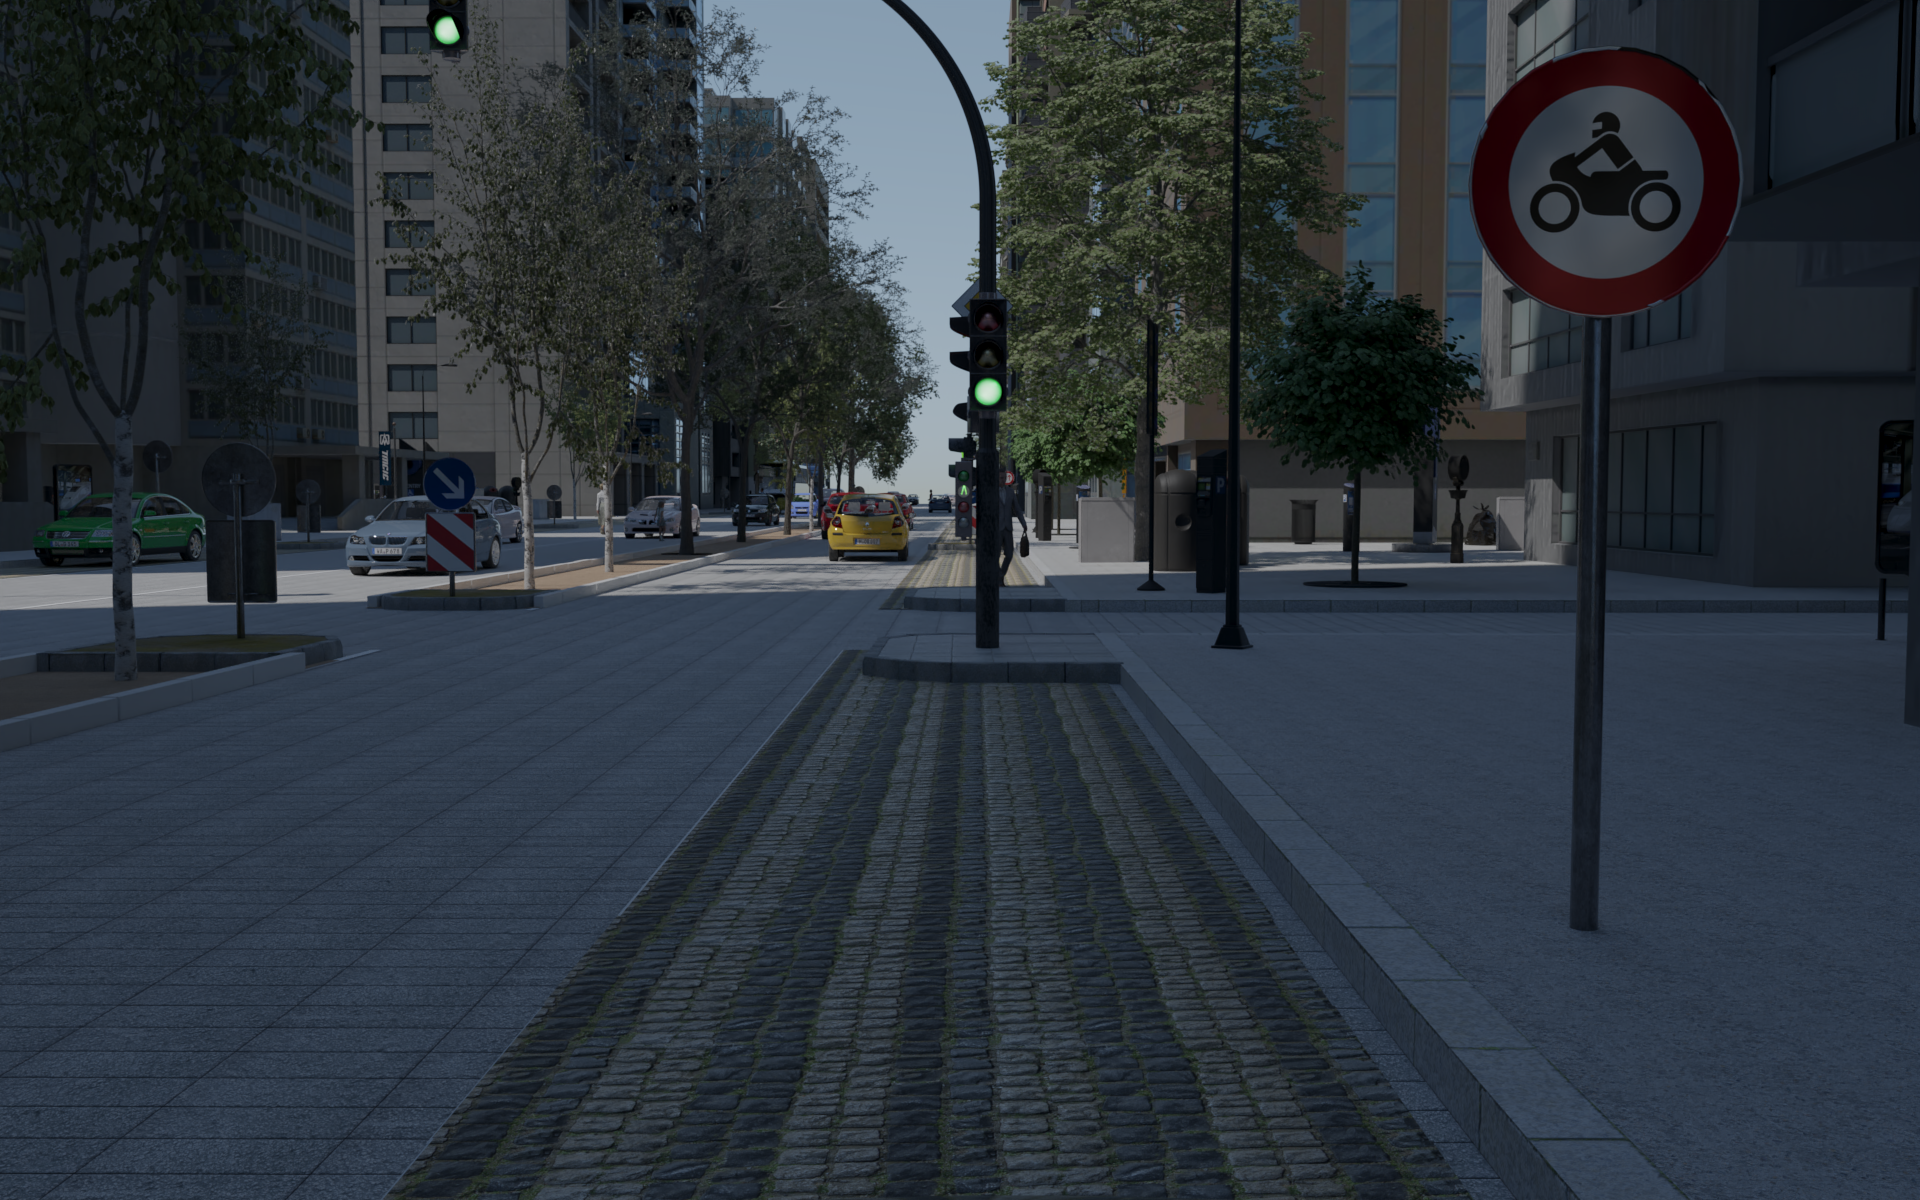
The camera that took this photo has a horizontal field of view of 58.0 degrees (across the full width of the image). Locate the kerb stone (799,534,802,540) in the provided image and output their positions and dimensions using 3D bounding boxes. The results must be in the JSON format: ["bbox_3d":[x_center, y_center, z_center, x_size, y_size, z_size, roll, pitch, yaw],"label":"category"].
[{"bbox_3d":[-5.030,-1.882,53.005,0.120,0.150,1.000,0,4,0],"label":"kerb stone"}]

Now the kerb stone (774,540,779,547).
[{"bbox_3d":[-5.076,-1.508,46.850,0.120,0.150,1.000,0,4,0],"label":"kerb stone"}]

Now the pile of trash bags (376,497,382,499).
[{"bbox_3d":[-28.106,-4.646,85.719,1.912,1.369,3.447,1,4,9],"label":"pile of trash bags"}]

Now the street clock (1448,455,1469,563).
[{"bbox_3d":[9.217,-1.682,32.066,0.358,2.002,0.471,3,4,39],"label":"street clock"}]

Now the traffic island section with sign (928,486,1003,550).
[{"bbox_3d":[0.170,-2.208,44.735,1.989,1.847,2.006,0,4,0],"label":"traffic island section with sign"}]

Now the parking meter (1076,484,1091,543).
[{"bbox_3d":[3.224,-2.254,45.271,0.372,1.533,0.369,0,3,0],"label":"parking meter"}]

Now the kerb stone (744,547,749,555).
[{"bbox_3d":[-5.136,-1.131,40.701,0.120,0.150,1.000,0,4,0],"label":"kerb stone"}]

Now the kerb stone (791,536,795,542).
[{"bbox_3d":[-5.049,-1.756,50.954,0.120,0.150,1.000,0,4,0],"label":"kerb stone"}]

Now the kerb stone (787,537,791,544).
[{"bbox_3d":[-5.054,-1.696,49.930,0.120,0.150,1.000,0,4,0],"label":"kerb stone"}]

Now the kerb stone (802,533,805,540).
[{"bbox_3d":[-5.009,-1.942,54.034,0.120,0.150,1.000,0,4,0],"label":"kerb stone"}]

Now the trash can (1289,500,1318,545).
[{"bbox_3d":[8.748,-1.985,44.109,0.748,1.137,0.748,0,3,0],"label":"trash can"}]

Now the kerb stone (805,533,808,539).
[{"bbox_3d":[-5.011,-2.010,55.056,0.120,0.150,1.000,0,4,0],"label":"kerb stone"}]

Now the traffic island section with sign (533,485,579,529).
[{"bbox_3d":[-17.008,-3.894,72.296,1.989,1.847,2.006,0,4,0],"label":"traffic island section with sign"}]

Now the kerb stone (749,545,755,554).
[{"bbox_3d":[-5.122,-1.188,41.723,0.120,0.150,1.000,0,4,0],"label":"kerb stone"}]

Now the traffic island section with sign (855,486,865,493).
[{"bbox_3d":[-5.720,-5.456,97.344,2.006,1.907,1.989,0,4,0],"label":"traffic island section with sign"}]

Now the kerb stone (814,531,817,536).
[{"bbox_3d":[-4.985,-2.198,58.136,0.120,0.150,1.000,0,4,0],"label":"kerb stone"}]

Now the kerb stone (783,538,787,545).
[{"bbox_3d":[-5.059,-1.628,48.909,0.120,0.150,1.000,0,4,0],"label":"kerb stone"}]

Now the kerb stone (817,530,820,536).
[{"bbox_3d":[-4.976,-2.261,59.158,0.120,0.150,1.000,0,4,0],"label":"kerb stone"}]

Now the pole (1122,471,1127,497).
[{"bbox_3d":[6.222,-4.384,65.514,0.158,3.312,0.155,0,3,0],"label":"pole"}]

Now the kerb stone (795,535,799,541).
[{"bbox_3d":[-5.033,-1.822,51.983,0.120,0.150,1.000,0,4,0],"label":"kerb stone"}]

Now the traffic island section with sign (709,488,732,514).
[{"bbox_3d":[-16.611,-6.940,122.102,1.989,1.847,2.006,0,4,0],"label":"traffic island section with sign"}]

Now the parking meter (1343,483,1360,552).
[{"bbox_3d":[8.741,-1.850,38.655,0.372,1.533,0.369,0,3,0],"label":"parking meter"}]

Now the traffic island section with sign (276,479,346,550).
[{"bbox_3d":[-17.242,-2.246,45.342,1.989,1.847,2.006,0,4,0],"label":"traffic island section with sign"}]

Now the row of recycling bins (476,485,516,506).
[{"bbox_3d":[-22.828,-4.621,82.667,3.534,1.692,1.069,-3,5,-44],"label":"row of recycling bins"}]

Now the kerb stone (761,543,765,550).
[{"bbox_3d":[-5.105,-1.320,43.772,0.120,0.150,1.000,0,4,0],"label":"kerb stone"}]

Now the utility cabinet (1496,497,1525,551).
[{"bbox_3d":[12.720,-1.722,39.309,1.020,1.237,0.306,0,4,4],"label":"utility cabinet"}]

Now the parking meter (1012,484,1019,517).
[{"bbox_3d":[3.081,-5.524,96.035,0.255,1.863,0.399,2,4,25],"label":"parking meter"}]

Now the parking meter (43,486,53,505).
[{"bbox_3d":[-28.518,-2.805,54.276,0.372,1.533,0.369,0,3,0],"label":"parking meter"}]

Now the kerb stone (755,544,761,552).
[{"bbox_3d":[-5.108,-1.255,42.748,0.120,0.150,1.000,0,4,0],"label":"kerb stone"}]

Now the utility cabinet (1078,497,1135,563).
[{"bbox_3d":[2.749,-1.305,32.504,1.020,1.237,0.306,0,4,-7],"label":"utility cabinet"}]

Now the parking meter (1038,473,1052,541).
[{"bbox_3d":[2.321,-2.544,47.301,0.255,1.863,0.399,-2,4,-23],"label":"parking meter"}]

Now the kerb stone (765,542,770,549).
[{"bbox_3d":[-5.098,-1.382,44.794,0.120,0.150,1.000,0,4,0],"label":"kerb stone"}]

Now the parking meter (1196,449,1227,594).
[{"bbox_3d":[3.255,-1.023,22.440,0.255,1.863,0.399,3,5,41],"label":"parking meter"}]

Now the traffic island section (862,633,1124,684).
[{"bbox_3d":[0.244,0.476,14.506,2.009,0.180,2.903,0,4,0],"label":"traffic island section"}]

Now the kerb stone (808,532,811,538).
[{"bbox_3d":[-5.004,-2.073,56.081,0.120,0.150,1.000,0,4,0],"label":"kerb stone"}]

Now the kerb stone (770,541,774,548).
[{"bbox_3d":[-5.094,-1.445,45.824,0.120,0.150,1.000,0,4,0],"label":"kerb stone"}]

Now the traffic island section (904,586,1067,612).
[{"bbox_3d":[0.311,-0.013,22.491,2.009,0.180,2.903,0,4,0],"label":"traffic island section"}]

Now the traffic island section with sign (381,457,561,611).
[{"bbox_3d":[-6.341,-0.861,22.208,2.006,1.907,1.989,0,4,0],"label":"traffic island section with sign"}]

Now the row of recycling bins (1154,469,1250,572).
[{"bbox_3d":[4.178,-1.406,30.097,1.069,1.692,3.534,2,4,26],"label":"row of recycling bins"}]

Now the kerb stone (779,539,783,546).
[{"bbox_3d":[-5.071,-1.571,47.876,0.120,0.150,1.000,0,4,0],"label":"kerb stone"}]

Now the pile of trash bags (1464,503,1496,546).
[{"bbox_3d":[14.513,-2.057,43.385,3.447,1.369,1.912,-1,4,-20],"label":"pile of trash bags"}]

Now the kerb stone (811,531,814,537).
[{"bbox_3d":[-4.996,-2.135,57.107,0.120,0.150,1.000,0,4,0],"label":"kerb stone"}]

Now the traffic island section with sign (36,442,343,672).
[{"bbox_3d":[-6.412,-0.408,14.801,2.006,1.907,1.989,0,4,0],"label":"traffic island section with sign"}]

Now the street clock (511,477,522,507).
[{"bbox_3d":[-18.792,-4.212,73.428,0.358,2.002,0.471,1,4,21],"label":"street clock"}]

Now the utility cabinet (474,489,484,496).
[{"bbox_3d":[-26.159,-5.236,94.290,0.318,1.500,1.173,-3,4,-37],"label":"utility cabinet"}]

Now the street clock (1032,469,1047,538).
[{"bbox_3d":[2.325,-2.801,50.370,0.358,2.002,0.471,3,5,40],"label":"street clock"}]

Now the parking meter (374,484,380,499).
[{"bbox_3d":[-32.801,-5.610,97.433,0.255,1.863,0.399,-2,4,-29],"label":"parking meter"}]

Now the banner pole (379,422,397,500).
[{"bbox_3d":[-19.936,-4.312,60.523,0.863,3.779,0.401,1,4,14],"label":"banner pole"}]
